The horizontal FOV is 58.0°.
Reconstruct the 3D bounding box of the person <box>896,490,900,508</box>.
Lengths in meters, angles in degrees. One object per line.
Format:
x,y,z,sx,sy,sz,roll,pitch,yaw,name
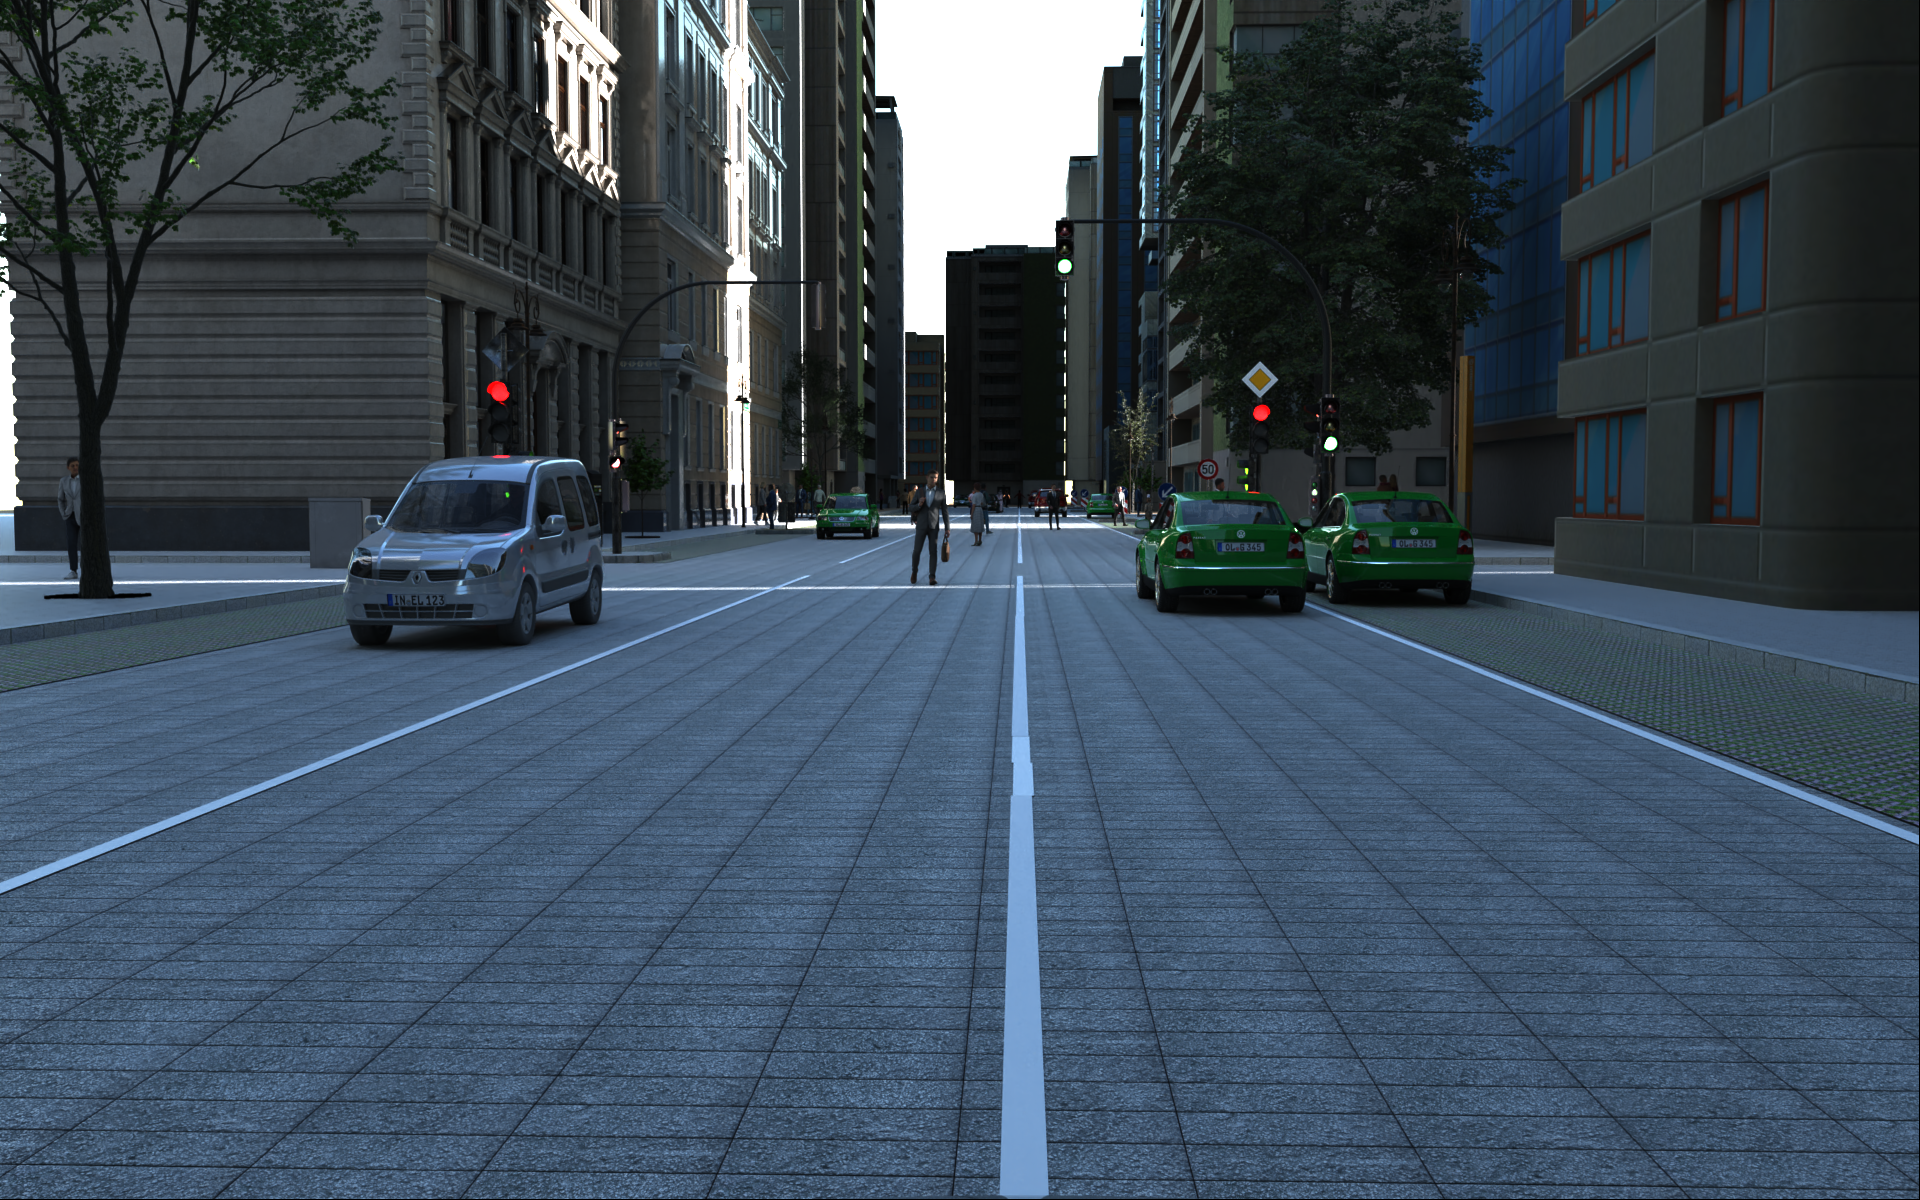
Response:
-5.658,-9.147,157.071,0.593,1.643,0.415,3,5,39,person

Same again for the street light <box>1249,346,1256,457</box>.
8.942,-4.927,53.344,0.468,5.910,1.993,0,4,2,street light

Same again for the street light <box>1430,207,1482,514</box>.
8.041,-3.392,28.242,0.468,5.910,1.993,0,4,2,street light

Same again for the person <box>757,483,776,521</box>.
-9.330,-4.744,83.819,0.699,1.804,1.509,2,4,33,person

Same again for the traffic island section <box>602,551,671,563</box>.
-7.389,-0.915,37.240,2.009,0.180,2.903,0,4,2,traffic island section

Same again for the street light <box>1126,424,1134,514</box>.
10.918,-8.474,111.337,0.468,5.910,1.993,0,4,2,street light

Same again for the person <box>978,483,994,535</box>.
0.776,-3.178,60.446,0.713,1.824,0.794,-2,4,-30,person

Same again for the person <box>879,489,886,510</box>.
-6.372,-8.264,141.840,0.721,1.739,1.217,-2,4,-26,person

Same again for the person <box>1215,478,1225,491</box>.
5.856,-1.885,39.590,0.850,1.792,0.678,1,4,12,person

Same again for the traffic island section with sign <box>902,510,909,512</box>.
-3.577,-7.980,139.100,1.989,1.847,2.006,0,4,2,traffic island section with sign

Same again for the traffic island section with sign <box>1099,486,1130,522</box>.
8.123,-4.900,88.743,1.989,1.847,2.006,0,4,2,traffic island section with sign

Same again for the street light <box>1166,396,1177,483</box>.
9.989,-6.684,82.078,0.468,5.910,1.993,0,4,2,street light

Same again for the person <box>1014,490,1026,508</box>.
5.952,-10.057,172.898,1.348,1.831,0.705,1,4,22,person

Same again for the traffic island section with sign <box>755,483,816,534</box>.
-6.208,-3.268,62.063,1.989,1.847,2.006,0,4,2,traffic island section with sign

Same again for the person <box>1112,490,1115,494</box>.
12.001,-7.849,135.835,0.415,1.643,0.593,-1,4,-19,person

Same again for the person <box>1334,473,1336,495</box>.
9.564,-2.392,45.009,0.748,1.841,0.638,3,5,42,person

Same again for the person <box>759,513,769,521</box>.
-9.254,-4.385,82.015,0.475,1.303,0.640,2,4,28,person

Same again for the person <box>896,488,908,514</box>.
-3.828,-6.894,121.222,1.348,1.823,0.705,0,4,-1,person

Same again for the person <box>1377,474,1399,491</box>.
11.794,-2.548,47.681,0.580,1.828,0.573,0,4,-1,person

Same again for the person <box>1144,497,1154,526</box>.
7.484,-3.422,68.716,0.640,1.303,0.475,3,5,40,person

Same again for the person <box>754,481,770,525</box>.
-8.103,-3.959,70.957,0.728,1.800,0.709,0,4,-8,person

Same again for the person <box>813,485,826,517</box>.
-7.379,-5.208,91.674,0.782,1.767,0.515,-2,4,-32,person

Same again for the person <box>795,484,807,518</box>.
-8.427,-5.202,91.271,0.721,1.800,0.419,1,4,20,person

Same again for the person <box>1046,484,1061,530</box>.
3.779,-3.729,69.241,0.659,1.850,0.755,-1,4,-17,person

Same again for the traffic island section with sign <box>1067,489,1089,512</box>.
9.830,-7.952,138.641,1.989,1.847,2.006,0,4,2,traffic island section with sign

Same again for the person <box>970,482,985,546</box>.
0.420,-2.367,47.767,0.524,1.755,0.480,3,4,38,person

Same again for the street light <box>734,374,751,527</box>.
-8.344,-5.737,66.591,0.468,5.910,1.993,0,4,2,street light

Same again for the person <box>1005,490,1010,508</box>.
4.991,-10.668,182.886,0.705,1.831,1.348,1,4,15,person

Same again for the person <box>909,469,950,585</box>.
-0.491,-1.158,27.403,0.622,1.834,0.822,-1,4,-13,person

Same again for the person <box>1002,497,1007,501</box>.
4.219,-9.979,174.915,1.065,1.426,0.557,1,4,9,person

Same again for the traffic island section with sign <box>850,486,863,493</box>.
-5.294,-4.916,89.003,1.989,1.847,2.006,0,4,2,traffic island section with sign

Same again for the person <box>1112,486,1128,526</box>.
7.123,-4.166,77.017,0.661,1.777,0.834,-2,4,-33,person

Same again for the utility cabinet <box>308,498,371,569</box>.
-10.721,-1.150,29.971,1.020,1.237,0.306,1,4,11,utility cabinet

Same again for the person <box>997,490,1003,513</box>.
3.099,-7.620,133.750,0.551,1.740,0.621,0,4,8,person

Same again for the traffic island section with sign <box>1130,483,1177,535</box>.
7.205,-3.242,61.635,1.989,1.847,2.006,0,4,2,traffic island section with sign

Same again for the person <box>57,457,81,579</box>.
-13.383,-1.253,26.373,0.661,1.843,0.795,0,4,-2,person

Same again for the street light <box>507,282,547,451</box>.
-9.428,-3.980,37.858,0.468,5.910,1.993,0,4,2,street light

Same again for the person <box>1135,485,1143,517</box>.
10.121,-5.614,98.010,0.419,1.800,0.721,1,4,17,person

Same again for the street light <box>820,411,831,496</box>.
-7.467,-7.544,96.125,0.468,5.910,1.993,0,4,2,street light

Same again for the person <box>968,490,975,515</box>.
0.901,-6.726,119.404,0.756,1.711,0.436,-3,4,-37,person

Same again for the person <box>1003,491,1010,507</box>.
4.949,-10.884,186.470,0.705,1.822,1.348,3,5,44,person

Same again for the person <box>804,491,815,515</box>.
-8.981,-5.973,103.680,0.713,1.824,0.794,1,4,9,person

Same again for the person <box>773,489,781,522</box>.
-8.362,-4.264,78.354,0.503,1.515,0.523,-1,4,-21,person

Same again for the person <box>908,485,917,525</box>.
-2.075,-4.357,79.656,0.656,1.842,0.836,0,4,-6,person

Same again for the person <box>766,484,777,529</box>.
-7.106,-3.459,65.232,0.419,1.800,0.721,0,4,-4,person
